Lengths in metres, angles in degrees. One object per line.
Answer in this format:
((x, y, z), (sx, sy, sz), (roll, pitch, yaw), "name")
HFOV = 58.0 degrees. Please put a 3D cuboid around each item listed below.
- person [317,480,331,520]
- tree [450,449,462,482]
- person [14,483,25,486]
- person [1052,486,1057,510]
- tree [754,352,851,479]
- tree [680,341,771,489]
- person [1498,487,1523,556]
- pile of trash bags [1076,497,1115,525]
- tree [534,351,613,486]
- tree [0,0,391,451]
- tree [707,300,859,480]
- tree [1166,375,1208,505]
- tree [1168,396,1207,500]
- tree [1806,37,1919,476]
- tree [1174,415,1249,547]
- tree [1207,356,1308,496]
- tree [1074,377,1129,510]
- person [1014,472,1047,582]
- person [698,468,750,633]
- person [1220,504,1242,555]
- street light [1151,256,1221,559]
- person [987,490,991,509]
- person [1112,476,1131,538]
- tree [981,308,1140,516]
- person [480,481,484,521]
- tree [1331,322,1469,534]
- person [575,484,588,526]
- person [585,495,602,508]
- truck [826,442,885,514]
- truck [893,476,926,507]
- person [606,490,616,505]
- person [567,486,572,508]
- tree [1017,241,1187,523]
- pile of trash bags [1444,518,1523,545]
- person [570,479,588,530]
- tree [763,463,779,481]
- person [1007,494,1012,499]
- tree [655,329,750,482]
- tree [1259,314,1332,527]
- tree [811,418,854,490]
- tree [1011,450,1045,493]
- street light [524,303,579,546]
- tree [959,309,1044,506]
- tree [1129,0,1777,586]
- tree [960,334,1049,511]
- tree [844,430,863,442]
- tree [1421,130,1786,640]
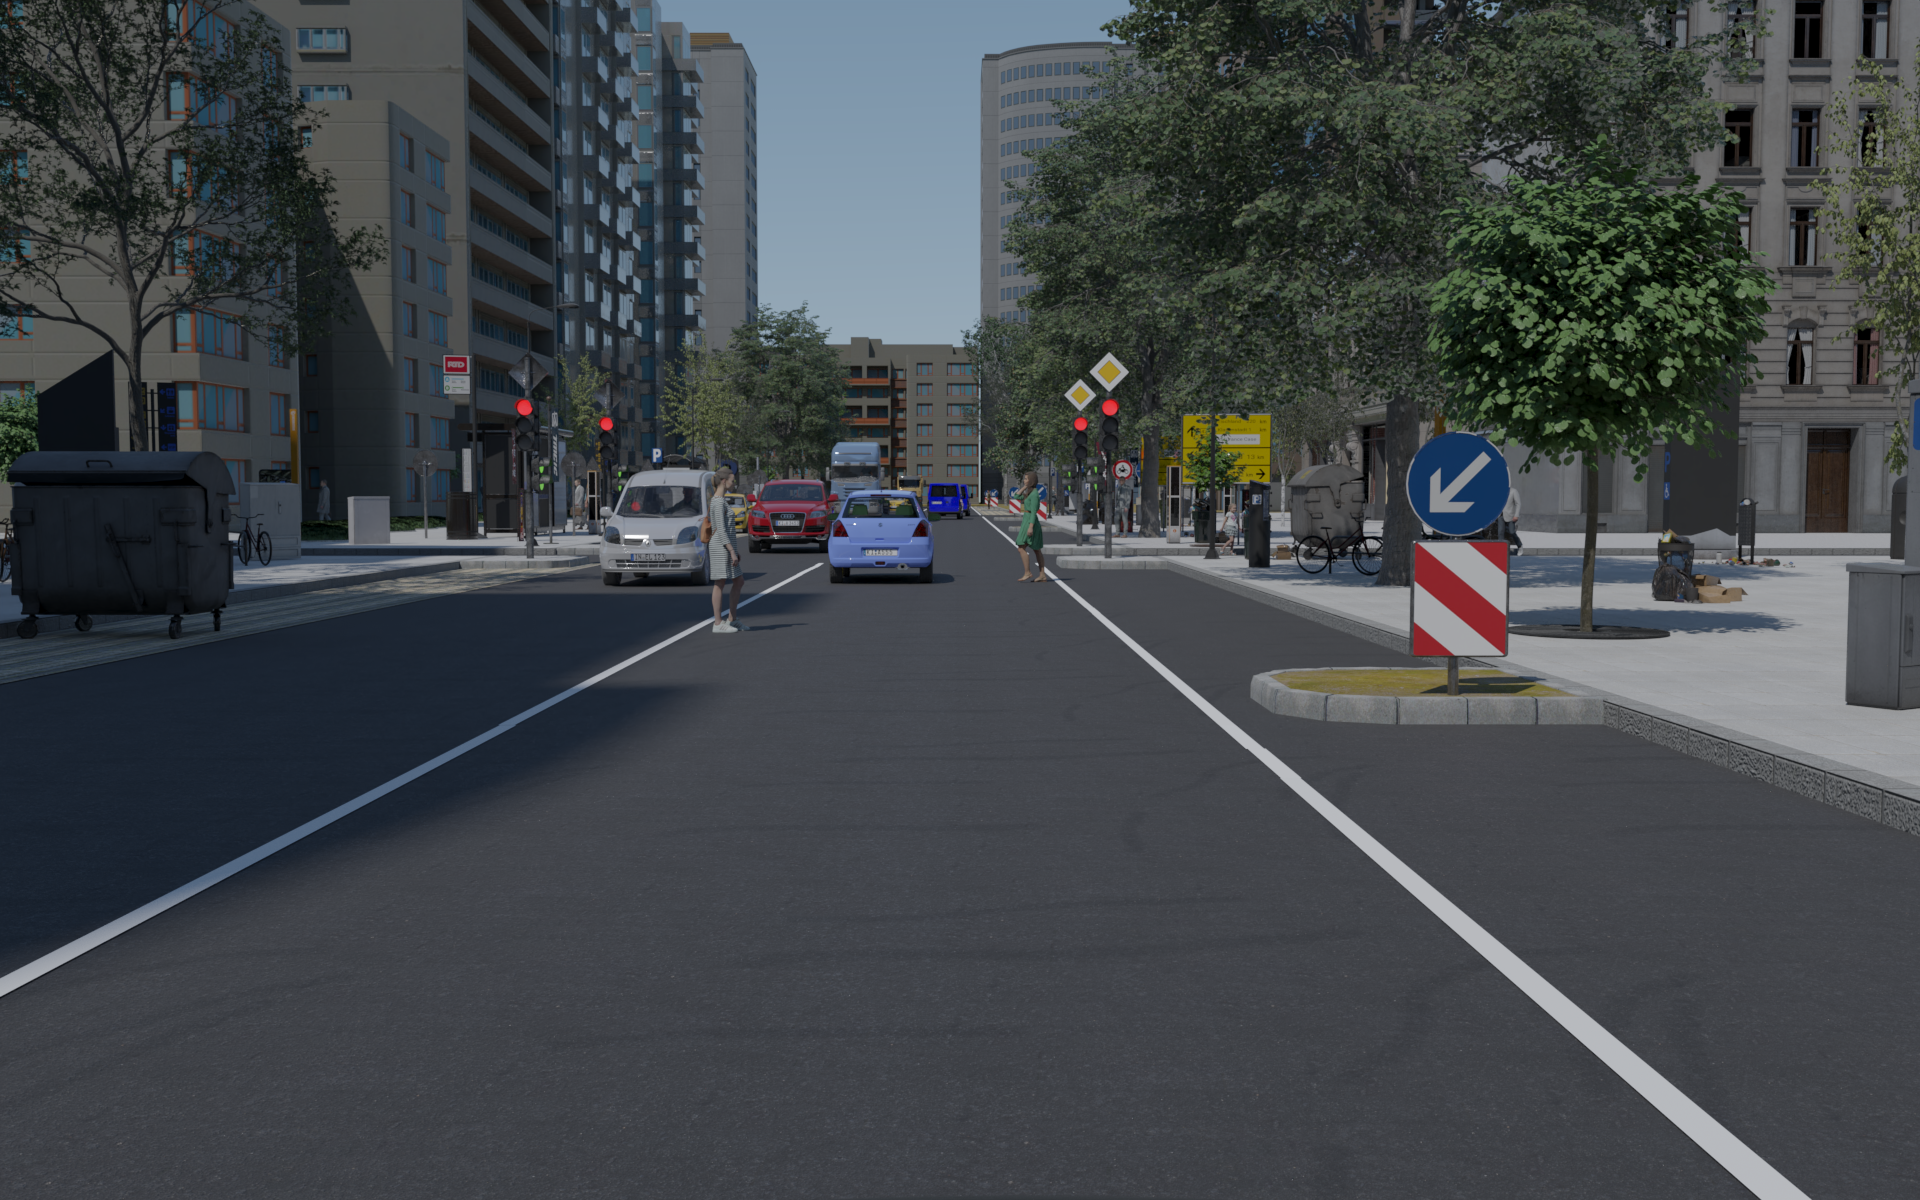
((-23.293, -3.501, 63.394), (0.767, 1.812, 0.694), (-1, 4, -17), "person")
((-27.545, -6.461, 89.347), (4.285, 4.588, 4.351), (0, 3, 0), "tree")
((-12.154, -0.990, 22.797), (0.480, 1.755, 0.524), (1, 4, 20), "person")
((6.405, -6.795, 117.309), (0.590, 1.801, 0.661), (3, 4, 37), "person")
((-11.500, -12.201, 125.239), (9.928, 11.665, 9.643), (0, 3, 0), "tree")
((-11.467, -8.209, 84.579), (4.360, 8.622, 3.978), (0, 3, 0), "tree")
((12.620, -1.927, 39.860), (0.795, 1.843, 0.661), (-3, 5, -40), "person")
((6.546, -3.852, 72.726), (3.447, 1.369, 1.912), (1, 4, 9), "pile of trash bags")
((-19.765, -8.458, 88.644), (4.737, 8.622, 4.395), (0, 3, 0), "tree")
((-11.734, -5.484, 24.077), (7.601, 10.594, 8.767), (-2, 4, -28), "tree")
((-11.493, -12.620, 112.991), (9.857, 13.997, 8.962), (0, 3, 0), "tree")
((12.852, -8.743, 93.305), (4.360, 8.622, 3.978), (0, 3, 0), "tree")
((14.271, -9.077, 98.769), (4.737, 8.622, 4.395), (0, 3, 0), "tree")
((15.173, -4.685, 26.965), (4.737, 8.622, 4.395), (0, 3, 0), "tree")
((6.115, -2.895, 41.932), (1.663, 3.219, 1.824), (0, 3, 0), "tree")
((15.705, -8.398, 87.670), (4.737, 8.622, 4.395), (0, 3, 0), "tree")
((7.313, -8.590, 90.809), (4.360, 8.622, 3.978), (0, 3, 0), "tree")
((1.171, -1.182, 28.078), (0.529, 1.795, 0.600), (-1, 4, -14), "person")
((-2.446, -0.516, 17.937), (0.522, 1.701, 0.512), (0, 4, -6), "person")
((6.352, -1.653, 40.536), (0.505, 1.210, 0.382), (-2, 4, -35), "person")
((4.433, -3.759, 34.003), (1.470, 5.913, 1.316), (0, 4, 0), "street light")
((2.611, -9.207, 159.127), (0.705, 1.812, 1.348), (0, 4, 3), "person")
((4.742, -2.719, 50.600), (0.391, 1.810, 0.635), (-3, 5, -44), "person")
((6.042, -11.299, 101.746), (9.611, 12.733, 9.660), (0, 3, 0), "tree")
((-19.384, -4.018, 71.098), (0.648, 1.900, 0.474), (1, 4, 20), "person")
((14.729, -6.360, 54.346), (4.360, 8.622, 3.978), (0, 3, 0), "tree")
((-15.014, -3.854, 69.273), (0.699, 1.804, 1.509), (1, 4, 17), "person")
((-12.795, -3.323, 60.474), (0.616, 1.811, 0.778), (-1, 4, -20), "person")
((-5.384, -6.499, 96.021), (2.967, 4.110, 18.799), (0, 4, -1), "truck")
((-5.271, -11.477, 183.575), (3.469, 3.379, 9.791), (0, 4, 0), "truck")
((-22.466, -6.433, 111.409), (0.721, 1.800, 0.419), (0, 4, -5), "person")
((-23.762, -6.127, 106.335), (0.853, 1.813, 0.709), (2, 4, 25), "person")
((6.064, -9.612, 75.280), (7.486, 12.596, 7.792), (0, 3, 0), "tree")
((13.331, -2.141, 44.750), (1.912, 1.369, 3.447), (0, 4, 8), "pile of trash bags")
((-13.663, -3.424, 62.153), (0.853, 1.813, 0.709), (-2, 4, -34), "person")
((-11.570, -6.827, 106.229), (1.663, 3.219, 1.824), (0, 3, 0), "tree")
((5.027, -9.774, 165.939), (1.348, 1.812, 0.705), (3, 4, 36), "person")
((-11.166, -7.725, 76.667), (4.737, 8.622, 4.395), (0, 3, 0), "tree")
((12.965, -7.195, 68.003), (4.360, 8.622, 3.978), (0, 3, 0), "tree")
((-11.708, -13.051, 163.738), (4.360, 8.622, 3.978), (0, 3, 0), "tree")
((5.638, -12.170, 149.342), (4.360, 8.622, 3.978), (0, 3, 0), "tree")
((-9.970, -4.270, 42.351), (1.470, 5.913, 1.316), (0, 4, 0), "street light")
((6.677, -18.731, 162.146), (12.611, 20.169, 13.585), (0, 3, 0), "tree")
((6.164, -7.173, 23.940), (9.857, 13.997, 8.962), (0, 3, 0), "tree")
((5.182, -13.403, 129.501), (12.009, 13.543, 11.850), (0, 3, 0), "tree")
((-12.057, -14.745, 191.437), (4.737, 8.622, 4.395), (0, 3, 0), "tree")
((5.716, -1.959, 15.738), (4.285, 4.588, 4.351), (0, 3, 0), "tree")
